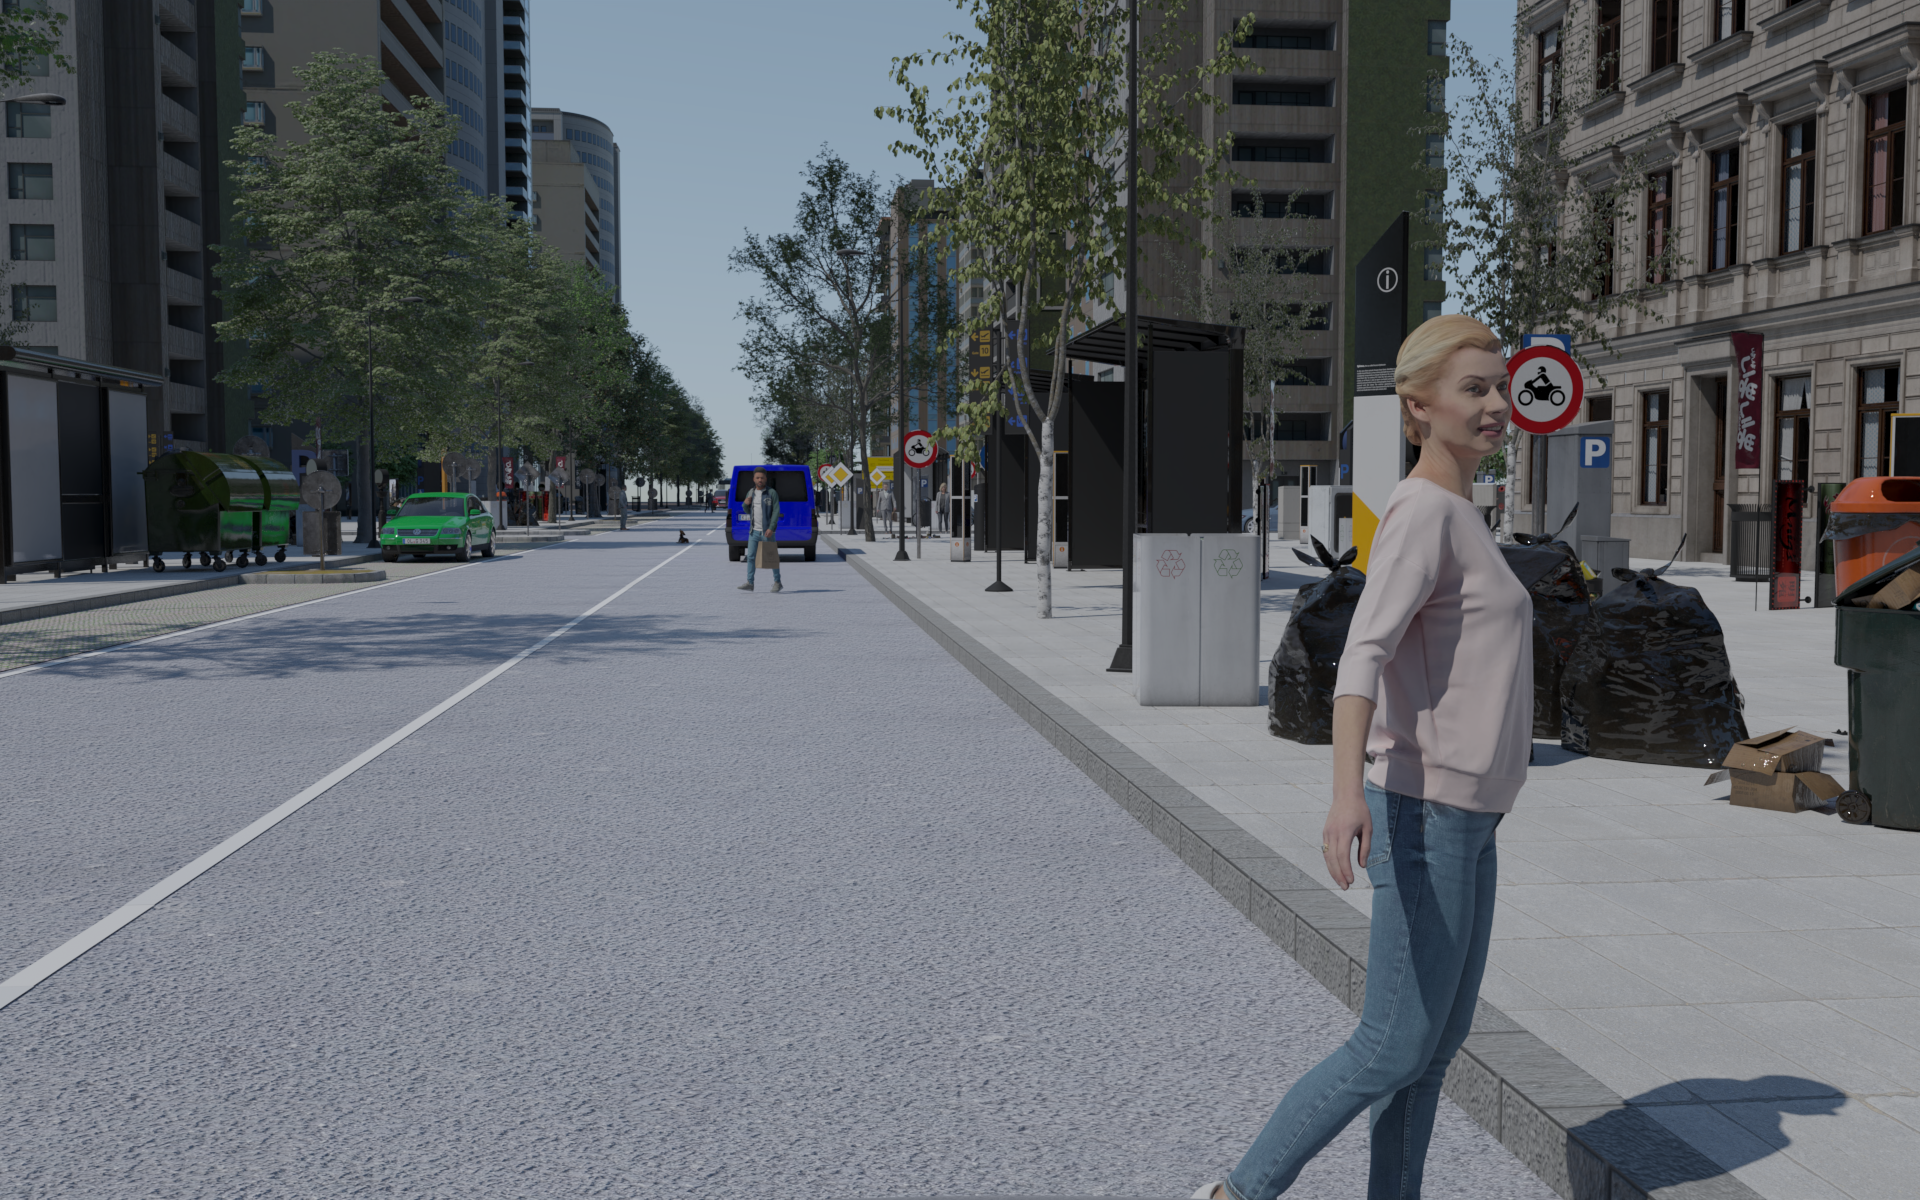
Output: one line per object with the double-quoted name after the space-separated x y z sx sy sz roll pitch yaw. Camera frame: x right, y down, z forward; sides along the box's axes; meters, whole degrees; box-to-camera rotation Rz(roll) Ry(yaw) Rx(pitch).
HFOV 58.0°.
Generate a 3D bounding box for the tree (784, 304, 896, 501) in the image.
-4.599 -7.075 66.047 4.360 8.622 3.978 0 3 0 "tree"

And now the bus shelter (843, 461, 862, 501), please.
-6.513 -7.081 109.697 2.014 3.302 5.546 0 4 -6 "bus shelter"

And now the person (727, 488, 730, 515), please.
-15.201 -6.486 114.739 0.583 1.804 0.606 -2 4 -35 "person"

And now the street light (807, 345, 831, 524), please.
-3.902 -4.972 53.832 1.470 5.913 1.316 0 4 -6 "street light"

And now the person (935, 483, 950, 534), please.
-0.464 -2.975 57.324 0.709 1.800 0.728 1 4 9 "person"

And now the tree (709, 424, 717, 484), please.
-31.865 -16.824 193.192 7.486 12.596 7.792 0 3 0 "tree"

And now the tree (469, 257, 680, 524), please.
-17.707 -9.154 75.419 9.928 11.665 9.643 0 3 0 "tree"

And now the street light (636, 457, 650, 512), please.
-22.474 -9.247 123.722 1.470 5.913 1.316 0 4 -6 "street light"

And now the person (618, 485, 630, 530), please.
-13.387 -3.688 68.901 0.391 1.810 0.635 -1 4 -19 "person"

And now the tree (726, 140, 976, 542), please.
-2.751 -6.846 46.337 7.601 10.594 8.767 0 4 3 "tree"

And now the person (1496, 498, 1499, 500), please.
19.037 -3.277 62.248 0.590 1.801 0.661 1 4 15 "person"

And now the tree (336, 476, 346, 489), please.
-33.223 -5.920 91.390 1.663 3.219 1.824 0 3 0 "tree"

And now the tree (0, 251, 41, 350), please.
-24.580 -5.580 41.591 4.360 8.622 3.978 0 3 0 "tree"

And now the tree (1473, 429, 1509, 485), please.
22.635 -5.604 75.336 4.285 4.588 4.351 0 3 0 "tree"

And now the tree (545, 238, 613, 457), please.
-17.526 -9.053 66.138 7.486 12.596 7.792 0 3 0 "tree"

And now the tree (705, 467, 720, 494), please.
-39.536 -19.625 271.227 4.737 8.622 4.395 0 3 0 "tree"

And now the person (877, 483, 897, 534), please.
-2.512 -3.124 59.698 0.709 1.813 0.853 0 4 -3 "person"

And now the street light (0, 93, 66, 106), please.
-11.072 -2.915 20.197 1.470 5.913 1.316 0 4 -6 "street light"

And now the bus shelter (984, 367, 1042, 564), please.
1.361 -2.666 34.872 1.731 3.624 6.357 0 4 -6 "bus shelter"

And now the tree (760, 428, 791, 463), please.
-23.506 -19.141 238.702 9.928 11.665 9.643 0 3 0 "tree"

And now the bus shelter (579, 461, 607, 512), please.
-26.467 -8.230 125.839 1.731 3.624 6.357 0 4 -6 "bus shelter"

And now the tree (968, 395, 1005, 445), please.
2.601 -9.855 111.485 4.360 8.622 3.978 0 3 0 "tree"

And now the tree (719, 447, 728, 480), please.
-33.090 -18.011 211.490 9.611 12.733 9.660 0 3 0 "tree"

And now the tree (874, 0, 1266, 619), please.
0.971 -4.127 17.840 4.737 8.622 4.395 0 3 0 "tree"

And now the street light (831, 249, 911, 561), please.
-1.653 -3.702 33.074 1.470 5.913 1.316 0 4 -6 "street light"

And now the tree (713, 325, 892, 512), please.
-9.616 -13.004 122.978 12.009 13.543 11.850 0 3 0 "tree"

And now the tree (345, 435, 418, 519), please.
-29.292 -6.476 89.598 4.285 4.588 4.351 0 3 0 "tree"

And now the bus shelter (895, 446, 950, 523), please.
-1.541 -4.871 73.569 2.014 3.302 5.546 0 4 -6 "bus shelter"

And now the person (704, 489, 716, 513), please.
-19.141 -7.595 132.643 0.822 1.834 0.622 1 4 12 "person"

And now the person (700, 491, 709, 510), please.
-22.959 -9.053 157.227 1.217 1.735 0.721 0 4 6 "person"

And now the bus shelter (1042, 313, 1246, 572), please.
2.614 -2.103 25.662 1.731 3.624 6.357 0 4 -6 "bus shelter"

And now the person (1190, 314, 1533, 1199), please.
0.682 0.378 2.985 0.598 1.740 0.731 1 4 13 "person"

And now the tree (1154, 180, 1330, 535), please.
6.642 -5.469 39.776 4.360 8.622 3.978 0 3 0 "tree"

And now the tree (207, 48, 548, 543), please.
-15.671 -7.777 45.280 7.486 12.596 7.792 0 3 0 "tree"

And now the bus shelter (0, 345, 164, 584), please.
-14.509 -2.946 25.796 2.179 5.291 8.768 0 4 -6 "bus shelter"

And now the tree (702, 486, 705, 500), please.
-38.138 -18.827 258.188 4.360 8.622 3.978 0 3 0 "tree"

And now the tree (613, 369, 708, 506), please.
-26.155 -14.120 148.987 7.486 12.596 7.792 0 3 0 "tree"

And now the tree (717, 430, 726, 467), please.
-37.420 -20.327 250.467 7.486 12.596 7.792 0 3 0 "tree"

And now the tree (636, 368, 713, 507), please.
-29.228 -15.799 168.685 12.009 13.543 11.850 0 3 0 "tree"

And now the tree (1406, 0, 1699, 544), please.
8.508 -4.626 25.996 4.360 8.622 3.978 0 3 0 "tree"

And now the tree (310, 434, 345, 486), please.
-34.817 -6.835 95.460 4.285 4.588 4.351 0 3 0 "tree"

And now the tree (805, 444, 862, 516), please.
-7.596 -7.353 103.938 4.285 4.588 4.351 0 3 0 "tree"

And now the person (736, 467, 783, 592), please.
-2.831 -1.010 24.994 0.794 1.824 0.713 3 5 44 "person"

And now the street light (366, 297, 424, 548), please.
-13.349 -4.183 40.940 1.470 5.913 1.316 0 4 -6 "street light"

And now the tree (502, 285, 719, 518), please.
-20.045 -10.823 93.959 9.611 12.733 9.660 0 3 0 "tree"

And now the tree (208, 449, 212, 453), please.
-31.650 -4.819 73.391 1.663 3.219 1.824 0 3 0 "tree"

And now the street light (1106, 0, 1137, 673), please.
0.691 -2.434 12.339 1.470 5.913 1.316 0 4 -6 "street light"

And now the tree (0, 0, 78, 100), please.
-11.006 -5.367 13.511 9.928 11.665 9.643 0 3 0 "tree"
